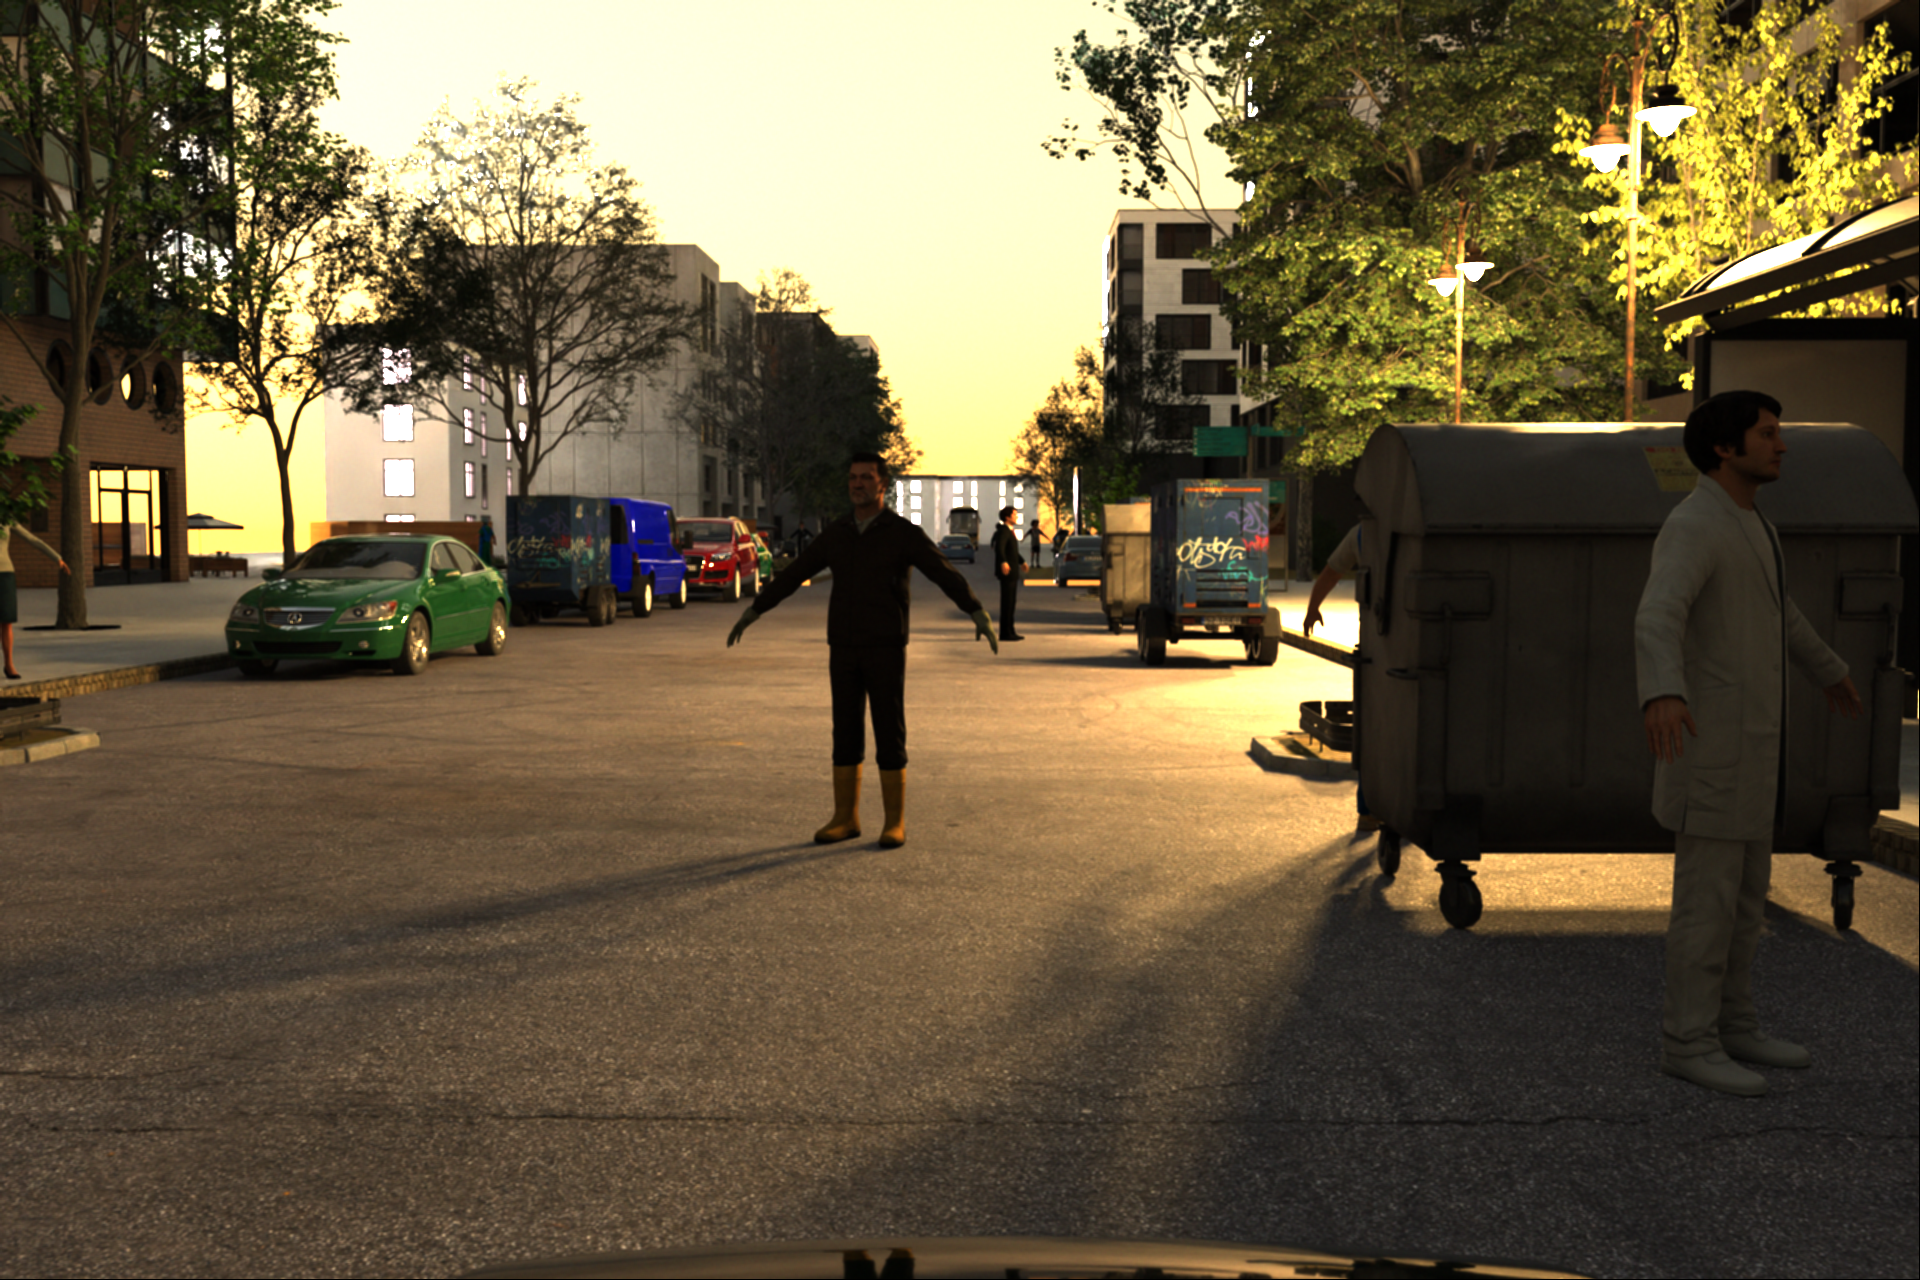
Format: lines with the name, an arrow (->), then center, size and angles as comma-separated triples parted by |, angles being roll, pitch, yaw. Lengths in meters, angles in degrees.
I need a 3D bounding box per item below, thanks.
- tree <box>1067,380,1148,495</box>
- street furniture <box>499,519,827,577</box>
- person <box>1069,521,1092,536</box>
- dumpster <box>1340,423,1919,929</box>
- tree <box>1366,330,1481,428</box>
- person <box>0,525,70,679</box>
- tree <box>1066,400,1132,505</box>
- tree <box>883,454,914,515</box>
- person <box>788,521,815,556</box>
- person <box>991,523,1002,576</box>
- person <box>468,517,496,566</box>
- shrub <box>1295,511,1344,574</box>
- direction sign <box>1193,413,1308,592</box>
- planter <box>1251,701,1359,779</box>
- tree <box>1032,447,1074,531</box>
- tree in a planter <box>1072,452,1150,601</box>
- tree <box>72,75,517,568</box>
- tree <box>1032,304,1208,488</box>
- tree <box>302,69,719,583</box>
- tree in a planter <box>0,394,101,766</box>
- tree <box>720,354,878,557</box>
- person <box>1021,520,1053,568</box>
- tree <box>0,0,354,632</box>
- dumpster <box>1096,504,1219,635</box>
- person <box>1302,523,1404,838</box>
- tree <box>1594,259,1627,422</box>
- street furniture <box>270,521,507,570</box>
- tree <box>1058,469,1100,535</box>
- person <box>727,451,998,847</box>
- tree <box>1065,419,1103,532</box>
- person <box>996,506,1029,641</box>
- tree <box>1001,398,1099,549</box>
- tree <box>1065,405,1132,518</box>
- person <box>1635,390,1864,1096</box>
tree -> 7.359, -8.037, 81.759 | 4.360, 8.622, 3.978 | 0, 3, 0
street furniture -> -7.851, -2.786, 52.404 | 9.812, 1.723, 11.010 | 3, 5, 43
person -> 4.892, -3.928, 70.196 | 1.349, 1.833, 0.705 | 0, 4, -8
dumpster -> 2.515, 0.090, 6.751 | 1.865, 1.857, 1.264 | 0, 4, 0
tree -> 15.801, -6.598, 58.243 | 4.737, 8.622, 4.395 | 0, 3, 0
person -> -8.485, -0.513, 15.212 | 1.217, 1.735, 0.721 | -3, 5, -42
tree -> 7.732, -8.723, 92.978 | 4.737, 8.622, 4.395 | 0, 3, 0
tree -> -6.835, -12.448, 153.886 | 4.360, 8.622, 3.978 | 0, 3, 0
person -> -6.794, -4.194, 74.499 | 1.347, 1.837, 0.705 | 0, 4, 6
person -> 1.352, -3.046, 58.449 | 0.705, 1.806, 1.347 | -2, 4, -29
person -> -15.350, -3.044, 55.902 | 0.704, 1.817, 1.347 | 1, 4, 22
shrub -> 11.505, -3.119, 55.408 | 1.690, 2.028, 1.600 | 0, 3, 0
direction sign -> 6.407, -2.999, 37.804 | 2.525, 3.948, 1.411 | 0, 4, 1
planter -> 2.898, 0.619, 11.011 | 1.991, 0.319, 1.994 | 0, 4, 2
tree -> 7.898, -11.572, 139.558 | 4.360, 8.622, 3.978 | 0, 3, 0
tree in a planter -> 3.464, -2.472, 37.643 | 1.991, 3.239, 1.994 | 0, 4, 0
tree -> -12.699, -6.018, 32.810 | 8.767, 10.594, 7.601 | -1, 4, -15
tree -> 6.610, -8.379, 71.405 | 8.767, 10.594, 7.601 | 2, 4, 27
tree -> -11.500, -8.271, 45.608 | 12.009, 13.543, 11.850 | 0, 3, 0
tree in a planter -> -6.823, -0.853, 11.172 | 1.991, 3.239, 1.994 | 0, 4, 1
tree -> -8.493, -9.558, 90.683 | 8.767, 10.594, 7.601 | 0, 4, -1
person -> 2.872, -3.640, 65.660 | 1.345, 1.843, 0.704 | -2, 4, -24
tree -> -11.783, -5.944, 22.936 | 9.928, 11.665, 9.643 | 0, 3, 0
dumpster -> 2.934, -1.029, 25.035 | 1.865, 1.857, 1.264 | 0, 4, 0
person -> 2.107, 0.001, 8.300 | 0.705, 1.847, 1.347 | -3, 4, -36
tree -> 23.734, -7.856, 54.209 | 9.928, 11.665, 9.643 | 0, 3, 0
street furniture -> -20.704, -3.285, 60.570 | 9.812, 1.723, 11.010 | -3, 4, -36
tree -> 17.965, -20.700, 245.102 | 9.857, 13.997, 8.962 | 0, 3, 0
person -> -0.436, 0.035, 8.027 | 1.346, 1.812, 0.704 | 1, 4, 20
tree -> 7.629, -9.452, 104.908 | 4.360, 8.622, 3.978 | 0, 3, 0
person -> 0.681, -0.899, 23.335 | 0.705, 1.806, 1.347 | 1, 4, 14
tree -> 8.625, -14.883, 153.698 | 12.009, 13.543, 11.850 | 0, 3, 0
tree -> 7.732, -9.115, 99.389 | 4.360, 8.622, 3.978 | 0, 3, 0
person -> 2.056, 0.248, 4.581 | 0.705, 1.806, 1.347 | 3, 5, 44
